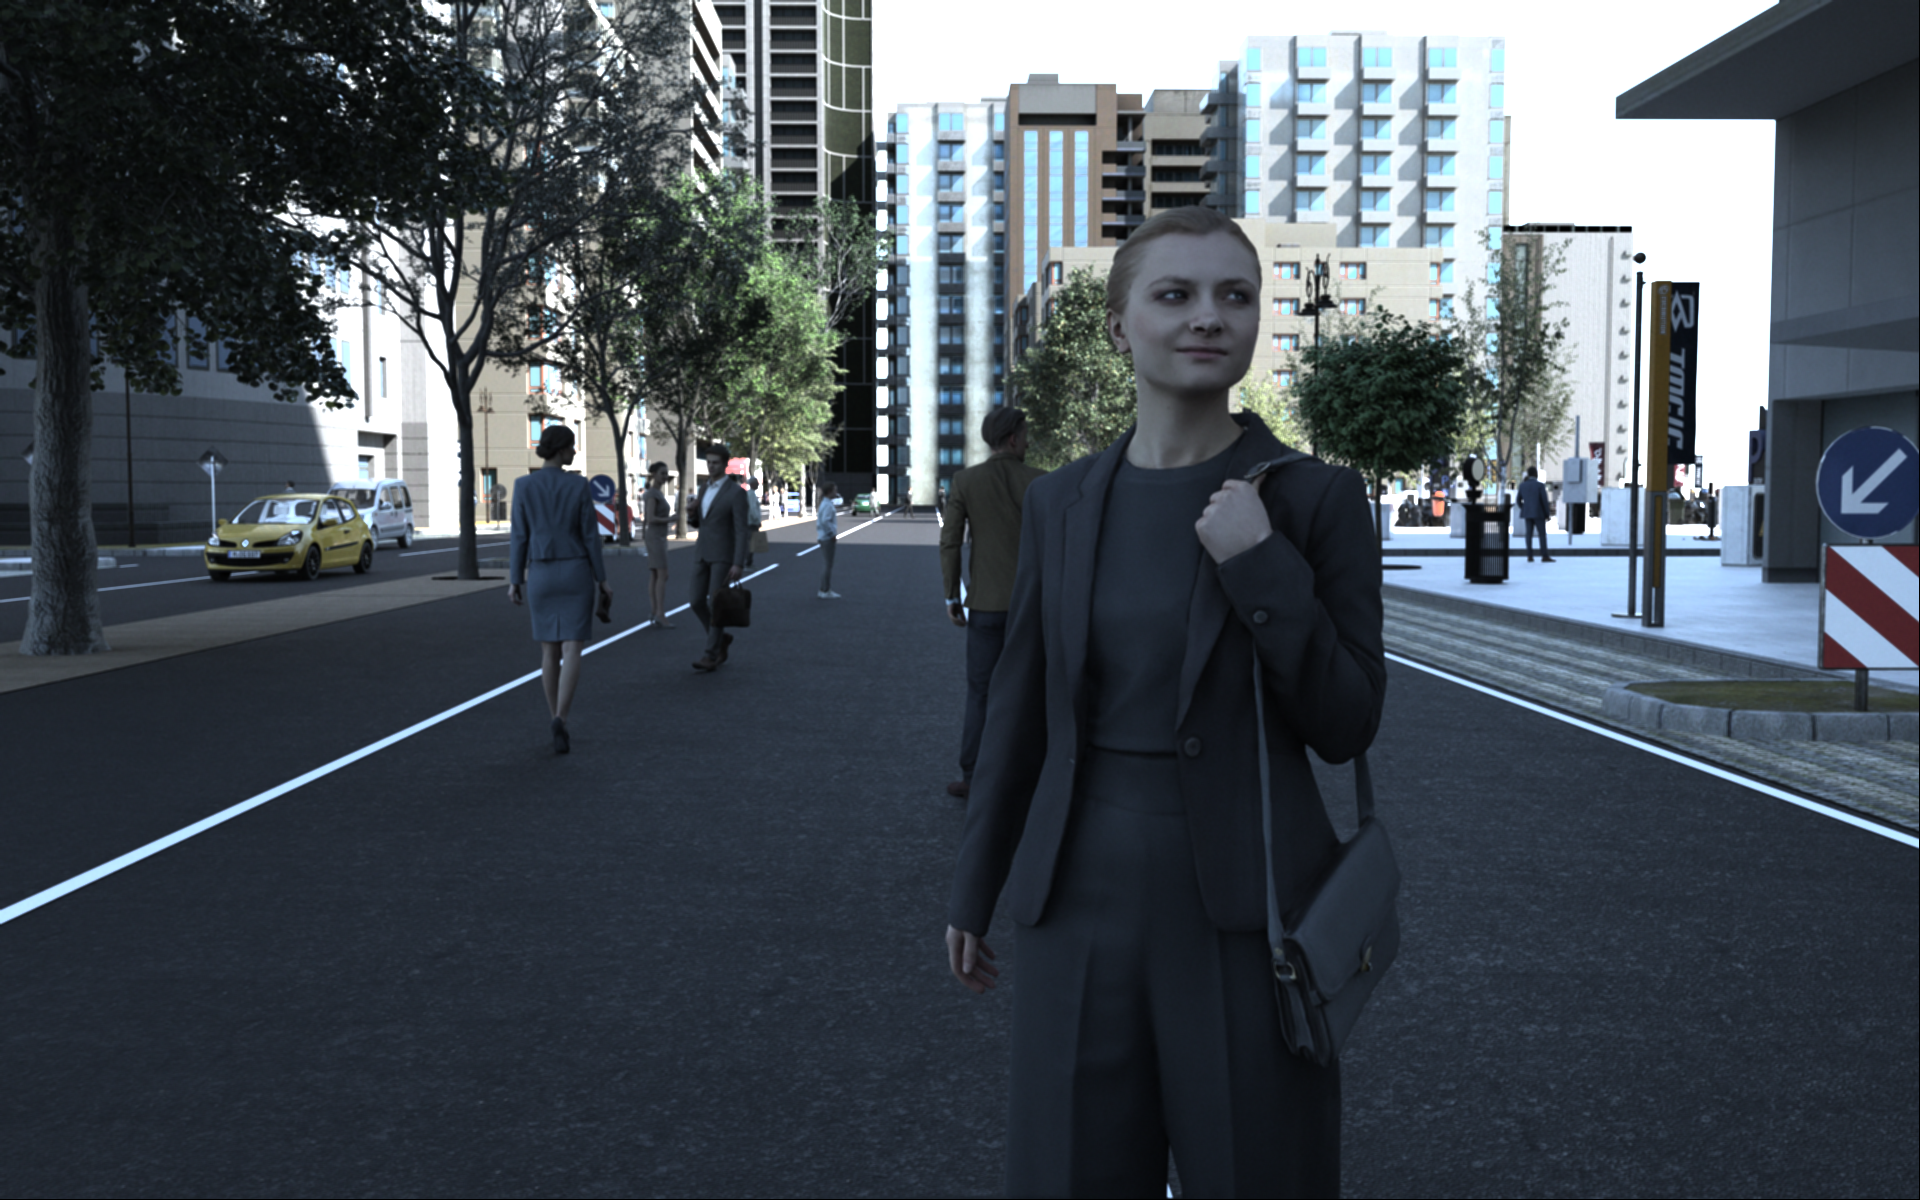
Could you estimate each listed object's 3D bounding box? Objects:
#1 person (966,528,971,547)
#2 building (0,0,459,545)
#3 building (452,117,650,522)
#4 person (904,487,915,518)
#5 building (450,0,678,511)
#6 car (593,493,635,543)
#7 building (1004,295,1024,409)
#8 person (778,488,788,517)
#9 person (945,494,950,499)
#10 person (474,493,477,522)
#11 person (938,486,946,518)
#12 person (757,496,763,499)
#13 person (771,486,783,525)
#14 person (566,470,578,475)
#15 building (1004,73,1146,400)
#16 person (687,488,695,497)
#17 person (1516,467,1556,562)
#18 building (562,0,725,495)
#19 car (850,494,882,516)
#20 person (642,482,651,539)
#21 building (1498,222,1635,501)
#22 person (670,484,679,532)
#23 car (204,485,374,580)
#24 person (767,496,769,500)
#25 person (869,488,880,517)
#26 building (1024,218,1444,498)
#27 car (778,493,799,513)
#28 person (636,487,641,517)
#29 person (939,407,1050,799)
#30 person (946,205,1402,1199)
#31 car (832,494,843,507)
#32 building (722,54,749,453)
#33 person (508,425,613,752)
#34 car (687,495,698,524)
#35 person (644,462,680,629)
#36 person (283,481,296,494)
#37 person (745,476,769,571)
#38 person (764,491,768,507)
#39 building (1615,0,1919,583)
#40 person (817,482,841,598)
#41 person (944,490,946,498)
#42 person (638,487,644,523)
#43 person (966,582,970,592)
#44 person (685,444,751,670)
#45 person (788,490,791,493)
[{"bbox_3d":[0.405,-2.305,46.362,0.526,1.800,0.537,1,4,21],"label":"person"},{"bbox_3d":[-30.316,-31.275,53.353,21.231,58.520,28.212,0,4,-1],"label":"building"},{"bbox_3d":[-33.103,-15.220,93.886,27.650,21.520,28.899,0,4,-1],"label":"building"},{"bbox_3d":[-2.975,-5.802,103.146,0.755,1.850,0.659,0,4,5],"label":"person"},{"bbox_3d":[-38.021,-26.702,128.455,32.217,40.220,23.993,0,4,-1],"label":"building"},{"bbox_3d":[-11.076,-2.658,52.505,2.155,1.783,4.494,0,4,0],"label":"car"},{"bbox_3d":[18.562,-19.564,164.914,27.650,21.520,28.899,0,4,-1],"label":"building"},{"bbox_3d":[-11.025,-6.078,108.061,0.709,1.800,0.728,1,4,21],"label":"person"},{"bbox_3d":[-0.873,-9.641,166.845,1.217,1.735,0.721,2,4,26],"label":"person"},{"bbox_3d":[-22.130,-4.415,78.416,0.419,1.800,0.721,1,4,18],"label":"person"},{"bbox_3d":[-1.092,-5.863,103.726,0.474,1.900,0.648,0,4,-6],"label":"person"},{"bbox_3d":[-17.686,-8.649,150.624,1.217,1.736,0.721,-1,4,-21],"label":"person"},{"bbox_3d":[-8.354,-4.277,78.789,0.624,1.780,0.694,-1,4,-9],"label":"person"},{"bbox_3d":[-5.933,-1.107,26.822,0.699,1.804,1.509,0,4,-6],"label":"person"},{"bbox_3d":[11.878,-32.751,185.593,14.600,45.320,14.200,0,4,-1],"label":"building"},{"bbox_3d":[-13.587,-4.826,88.073,0.731,1.740,0.598,0,4,-1],"label":"person"},{"bbox_3d":[10.903,-1.627,32.825,0.721,1.800,0.419,3,4,36],"label":"person"},{"bbox_3d":[-32.757,-32.330,152.300,21.300,48.544,21.600,0,4,-1],"label":"building"},{"bbox_3d":[-6.203,-6.274,114.381,2.131,1.459,4.920,0,4,-3],"label":"car"},{"bbox_3d":[-9.872,-2.843,55.161,0.511,1.800,0.466,2,4,28],"label":"person"},{"bbox_3d":[63.175,-25.437,187.589,14.107,30.474,14.160,0,4,-1],"label":"building"},{"bbox_3d":[-10.474,-3.403,64.358,0.641,1.798,0.478,-2,4,-27],"label":"person"},{"bbox_3d":[-11.570,-1.207,29.957,2.015,1.641,3.980,0,4,0],"label":"car"},{"bbox_3d":[-13.430,-7.129,125.056,1.348,1.824,0.705,-3,5,-39],"label":"person"},{"bbox_3d":[-5.423,-6.132,108.858,0.694,1.812,0.767,-3,4,-37],"label":"person"},{"bbox_3d":[19.816,-17.794,135.973,27.650,21.520,28.899,0,4,-1],"label":"building"},{"bbox_3d":[-12.486,-7.253,128.179,1.945,1.707,3.694,0,4,-1],"label":"car"},{"bbox_3d":[-18.258,-5.534,98.986,0.388,1.821,0.555,2,4,25],"label":"person"},{"bbox_3d":[0.262,0.023,8.031,0.656,1.842,0.836,-2,4,-35],"label":"person"},{"bbox_3d":[0.257,0.413,2.173,0.576,1.772,0.534,0,4,5],"label":"person"},{"bbox_3d":[-13.688,-10.773,188.141,2.014,1.417,4.499,0,3,0],"label":"car"},{"bbox_3d":[-37.550,-34.222,179.141,30.456,49.044,23.786,0,4,-1],"label":"building"},{"bbox_3d":[-2.284,-0.075,9.756,0.581,1.822,0.654,0,4,8],"label":"person"},{"bbox_3d":[-12.433,-4.350,83.120,2.014,1.417,4.499,0,4,-1],"label":"car"},{"bbox_3d":[-3.216,-0.602,18.686,0.374,1.781,0.599,0,4,-3],"label":"person"},{"bbox_3d":[-18.367,-2.359,47.246,0.473,1.802,0.592,2,4,31],"label":"person"},{"bbox_3d":[-3.890,-1.423,32.251,0.515,1.767,0.782,-1,4,-23],"label":"person"},{"bbox_3d":[-19.505,-10.085,174.308,0.530,1.710,0.541,2,4,29],"label":"person"},{"bbox_3d":[22.943,-25.830,11.564,28.713,52.752,27.495,0,4,-1],"label":"building"},{"bbox_3d":[-1.814,-0.831,23.902,0.330,1.601,0.589,0,4,-4],"label":"person"},{"bbox_3d":[-1.801,-11.036,188.570,0.705,1.869,1.348,-1,4,-22],"label":"person"},{"bbox_3d":[-15.737,-4.754,86.584,0.716,1.782,0.532,1,4,15],"label":"person"},{"bbox_3d":[0.438,-0.894,23.214,0.850,1.850,0.679,2,4,35],"label":"person"},{"bbox_3d":[-1.971,-0.348,14.156,0.622,1.834,0.822,1,4,23],"label":"person"},{"bbox_3d":[-16.948,-10.029,172.100,1.348,1.869,0.705,1,4,21],"label":"person"}]
